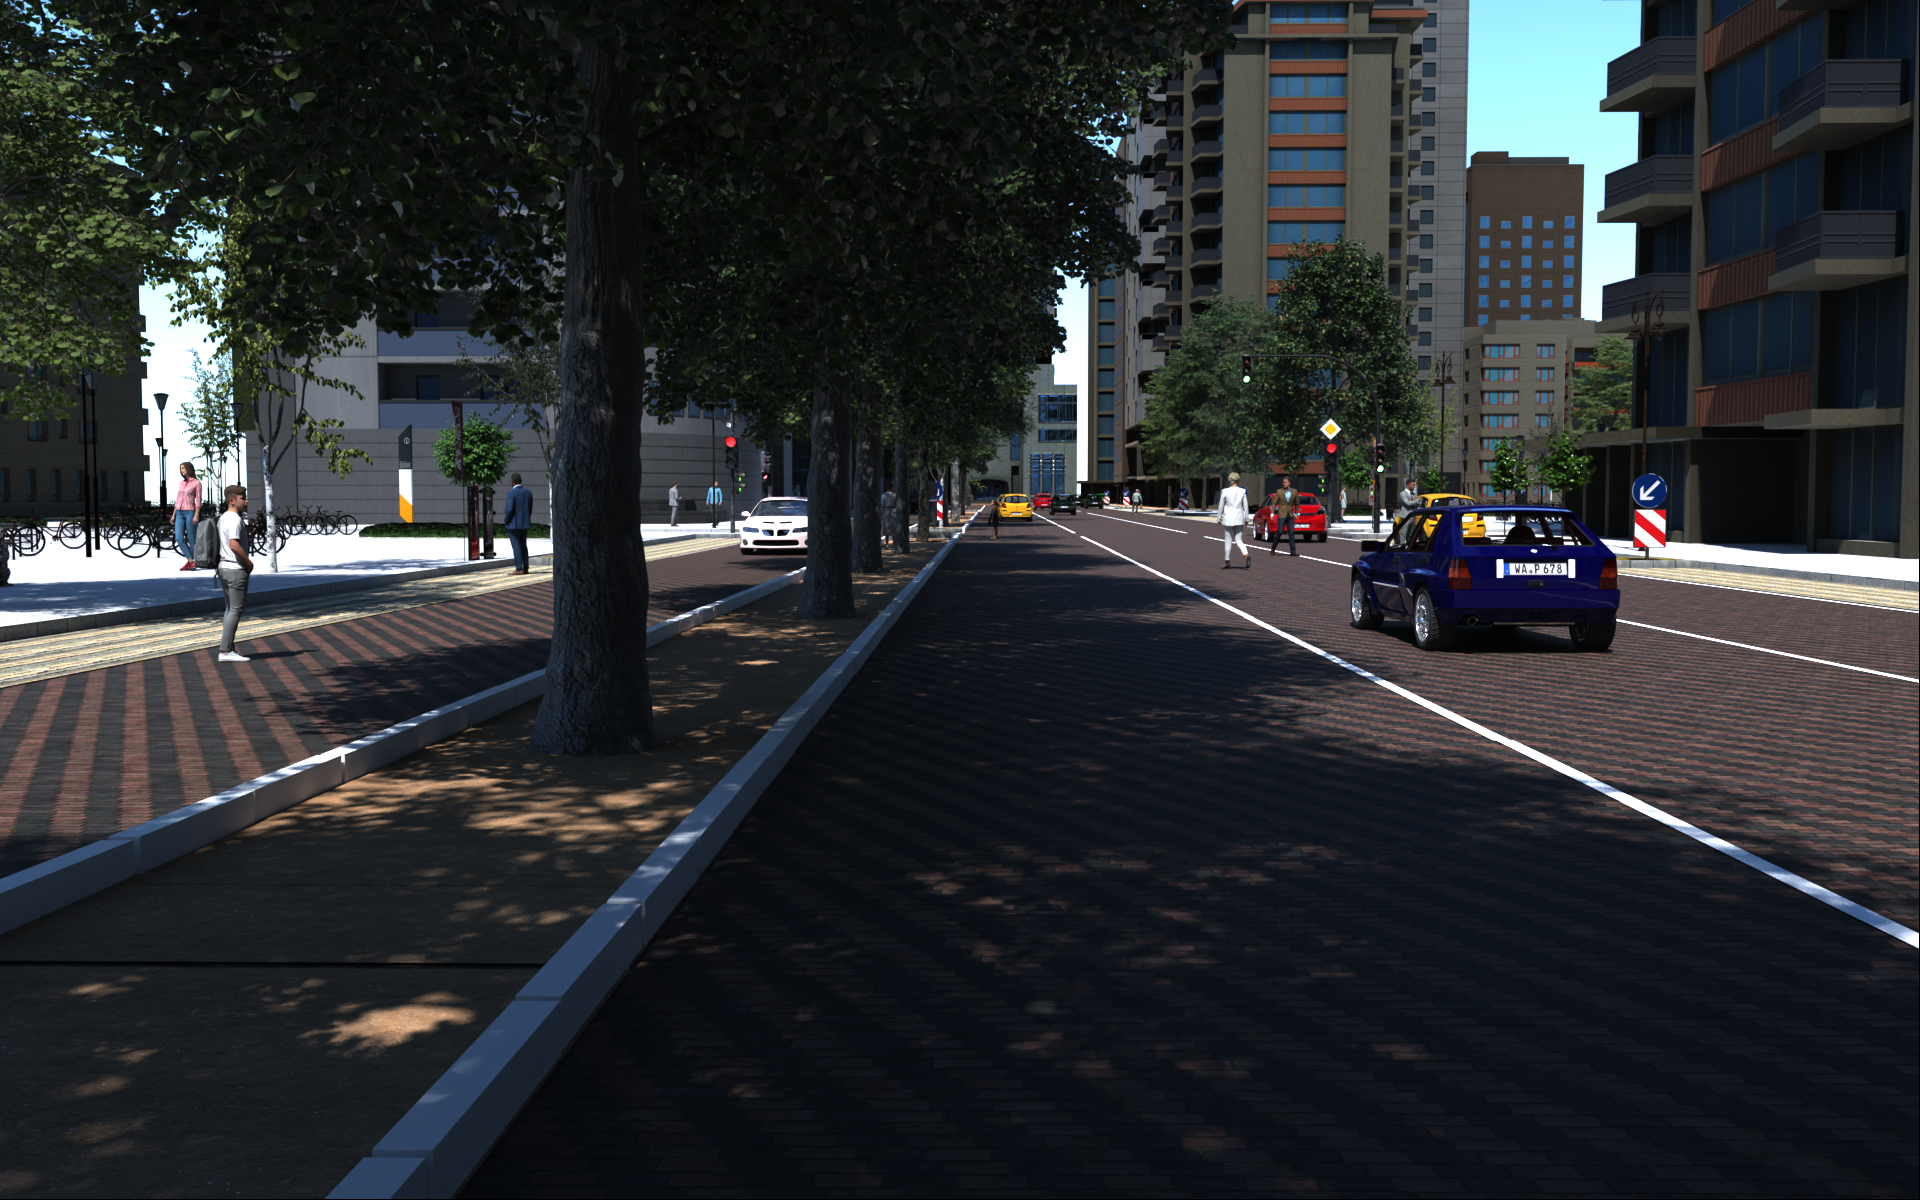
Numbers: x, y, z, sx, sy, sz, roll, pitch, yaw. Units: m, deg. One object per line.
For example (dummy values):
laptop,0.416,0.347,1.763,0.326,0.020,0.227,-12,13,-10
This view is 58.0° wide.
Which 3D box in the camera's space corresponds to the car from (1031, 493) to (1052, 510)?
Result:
car,7.339,-8.808,153.045,2.155,1.783,4.494,0,4,0

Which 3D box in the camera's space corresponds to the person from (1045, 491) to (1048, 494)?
person,10.101,-11.916,203.285,1.348,1.831,0.705,-3,5,-43

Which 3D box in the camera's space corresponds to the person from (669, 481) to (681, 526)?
person,-11.235,-3.815,68.623,0.583,1.804,0.606,-3,5,-41

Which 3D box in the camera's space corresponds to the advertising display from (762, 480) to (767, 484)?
advertising display,-8.715,-4.404,77.216,0.123,1.923,0.974,0,4,1

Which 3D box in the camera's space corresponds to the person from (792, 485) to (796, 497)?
person,-10.329,-6.256,108.425,0.850,1.850,0.679,-1,4,-11

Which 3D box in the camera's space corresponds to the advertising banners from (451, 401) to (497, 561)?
advertising banners,-9.403,-2.281,33.479,0.090,3.025,2.074,0,4,6

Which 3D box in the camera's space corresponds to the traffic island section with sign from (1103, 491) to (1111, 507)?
traffic island section with sign,16.356,-11.383,194.732,1.989,1.847,2.006,0,4,1

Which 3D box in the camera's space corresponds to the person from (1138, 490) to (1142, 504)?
person,17.597,-9.982,170.164,0.530,1.710,0.541,-2,4,-26

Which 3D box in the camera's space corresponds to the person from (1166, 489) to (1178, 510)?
person,17.462,-8.302,142.507,1.217,1.735,0.721,-3,4,-37

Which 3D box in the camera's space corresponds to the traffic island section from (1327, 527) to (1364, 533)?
traffic island section,13.791,-2.589,64.617,2.009,0.180,2.903,0,4,1

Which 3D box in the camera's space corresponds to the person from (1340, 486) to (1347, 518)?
person,20.342,-5.191,91.918,0.522,1.701,0.512,-1,4,-14

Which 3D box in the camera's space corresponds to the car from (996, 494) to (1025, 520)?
car,2.785,-5.384,98.252,2.015,1.641,3.980,0,4,-1

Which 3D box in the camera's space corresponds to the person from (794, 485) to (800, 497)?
person,-8.767,-5.299,93.165,0.515,1.767,0.782,-2,4,-32

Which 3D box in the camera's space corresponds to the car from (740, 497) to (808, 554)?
car,-4.267,-1.852,42.637,2.083,1.381,4.827,0,4,1

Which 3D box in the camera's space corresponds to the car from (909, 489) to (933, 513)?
car,-2.687,-7.497,131.254,2.281,1.827,5.304,0,4,2

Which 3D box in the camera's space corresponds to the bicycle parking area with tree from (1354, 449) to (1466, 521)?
bicycle parking area with tree,24.996,-6.038,85.721,8.231,4.147,9.016,2,4,29

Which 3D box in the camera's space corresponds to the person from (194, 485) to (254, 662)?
person,-6.236,-0.227,14.815,0.503,1.515,0.523,1,4,18

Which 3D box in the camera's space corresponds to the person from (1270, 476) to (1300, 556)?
person,7.498,-1.936,40.070,0.656,1.842,0.836,-3,4,-37

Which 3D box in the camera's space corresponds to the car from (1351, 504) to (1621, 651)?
car,5.073,-0.282,17.195,1.945,1.354,3.894,0,4,-1

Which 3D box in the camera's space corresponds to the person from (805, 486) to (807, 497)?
person,-9.112,-5.917,102.967,0.473,1.802,0.592,2,4,27

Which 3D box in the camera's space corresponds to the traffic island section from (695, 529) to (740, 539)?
traffic island section,-7.503,-2.127,57.051,2.009,0.180,2.903,0,4,1

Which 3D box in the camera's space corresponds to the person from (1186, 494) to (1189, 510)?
person,18.711,-8.377,143.674,0.551,1.740,0.621,-1,4,-20

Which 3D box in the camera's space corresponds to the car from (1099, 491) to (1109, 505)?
car,16.211,-11.668,199.568,1.959,1.807,4.718,0,4,1

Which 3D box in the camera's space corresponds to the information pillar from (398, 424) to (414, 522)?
information pillar,-18.581,-4.084,58.121,0.504,3.616,0.183,1,4,17

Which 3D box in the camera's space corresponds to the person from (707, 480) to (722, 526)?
person,-9.893,-3.933,70.208,0.638,1.841,0.748,2,4,28

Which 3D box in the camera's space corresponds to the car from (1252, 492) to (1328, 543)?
car,10.014,-2.670,52.700,2.155,1.783,4.494,0,4,3

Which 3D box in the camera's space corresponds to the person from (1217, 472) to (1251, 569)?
person,5.215,-1.494,32.814,0.514,1.842,0.818,-2,4,-24

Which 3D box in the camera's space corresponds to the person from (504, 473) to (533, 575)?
person,-7.766,-1.335,30.514,0.419,1.800,0.721,1,4,22

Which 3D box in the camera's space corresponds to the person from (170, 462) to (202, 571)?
person,-12.944,-1.401,28.963,0.555,1.821,0.388,0,4,7

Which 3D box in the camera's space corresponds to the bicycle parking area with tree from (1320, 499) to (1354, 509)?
bicycle parking area with tree,28.030,-8.239,121.708,9.016,4.147,8.231,-1,4,-8

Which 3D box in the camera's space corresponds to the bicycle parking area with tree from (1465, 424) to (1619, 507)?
bicycle parking area with tree,27.363,-5.253,72.889,9.016,4.147,8.231,3,5,39

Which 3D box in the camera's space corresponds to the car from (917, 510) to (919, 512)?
car,-2.535,-7.789,137.580,2.015,1.641,3.980,0,4,0

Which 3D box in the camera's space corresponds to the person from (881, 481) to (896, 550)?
person,-1.759,-2.139,44.049,0.480,1.755,0.524,0,4,-3

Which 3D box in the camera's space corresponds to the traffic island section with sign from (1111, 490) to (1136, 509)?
traffic island section with sign,15.804,-9.647,166.351,1.989,1.847,2.006,0,4,1

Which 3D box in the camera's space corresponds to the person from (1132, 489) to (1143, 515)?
person,12.429,-6.867,121.265,0.782,1.767,0.515,1,4,14

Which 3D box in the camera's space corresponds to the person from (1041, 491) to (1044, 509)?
person,7.733,-9.459,163.978,1.217,1.723,0.721,-3,5,-43

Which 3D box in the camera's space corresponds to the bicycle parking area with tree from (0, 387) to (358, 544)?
bicycle parking area with tree,-22.554,-3.969,51.901,9.016,4.147,8.231,1,4,13

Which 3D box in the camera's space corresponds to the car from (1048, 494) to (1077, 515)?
car,7.025,-6.655,118.589,2.009,1.686,4.222,0,4,1

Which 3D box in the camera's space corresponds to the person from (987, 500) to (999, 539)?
person,1.072,-2.590,55.519,0.373,1.253,0.362,1,4,16

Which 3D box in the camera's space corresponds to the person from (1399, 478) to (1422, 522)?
person,10.419,-1.917,40.021,0.466,1.800,0.511,3,4,37

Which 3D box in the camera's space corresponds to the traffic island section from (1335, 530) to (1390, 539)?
traffic island section,13.634,-2.101,56.633,2.009,0.180,2.903,0,4,1

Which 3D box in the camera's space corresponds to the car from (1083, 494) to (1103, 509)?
car,13.104,-9.795,169.941,2.009,1.686,4.222,0,4,1

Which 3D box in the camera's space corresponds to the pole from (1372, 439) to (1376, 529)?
pole,15.323,-4.289,63.965,0.158,3.312,0.155,0,3,0

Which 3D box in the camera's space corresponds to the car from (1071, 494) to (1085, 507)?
car,12.573,-10.884,187.738,2.009,1.686,4.222,0,4,0

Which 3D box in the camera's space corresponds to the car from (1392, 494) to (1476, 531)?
car,13.235,-2.314,48.054,2.015,1.641,3.980,0,4,-1

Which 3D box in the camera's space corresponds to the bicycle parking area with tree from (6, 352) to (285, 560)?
bicycle parking area with tree,-18.924,-3.080,37.361,9.016,4.147,8.231,-1,4,-11

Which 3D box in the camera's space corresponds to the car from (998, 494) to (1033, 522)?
car,2.873,-4.922,90.699,2.015,1.641,3.980,0,4,-1
